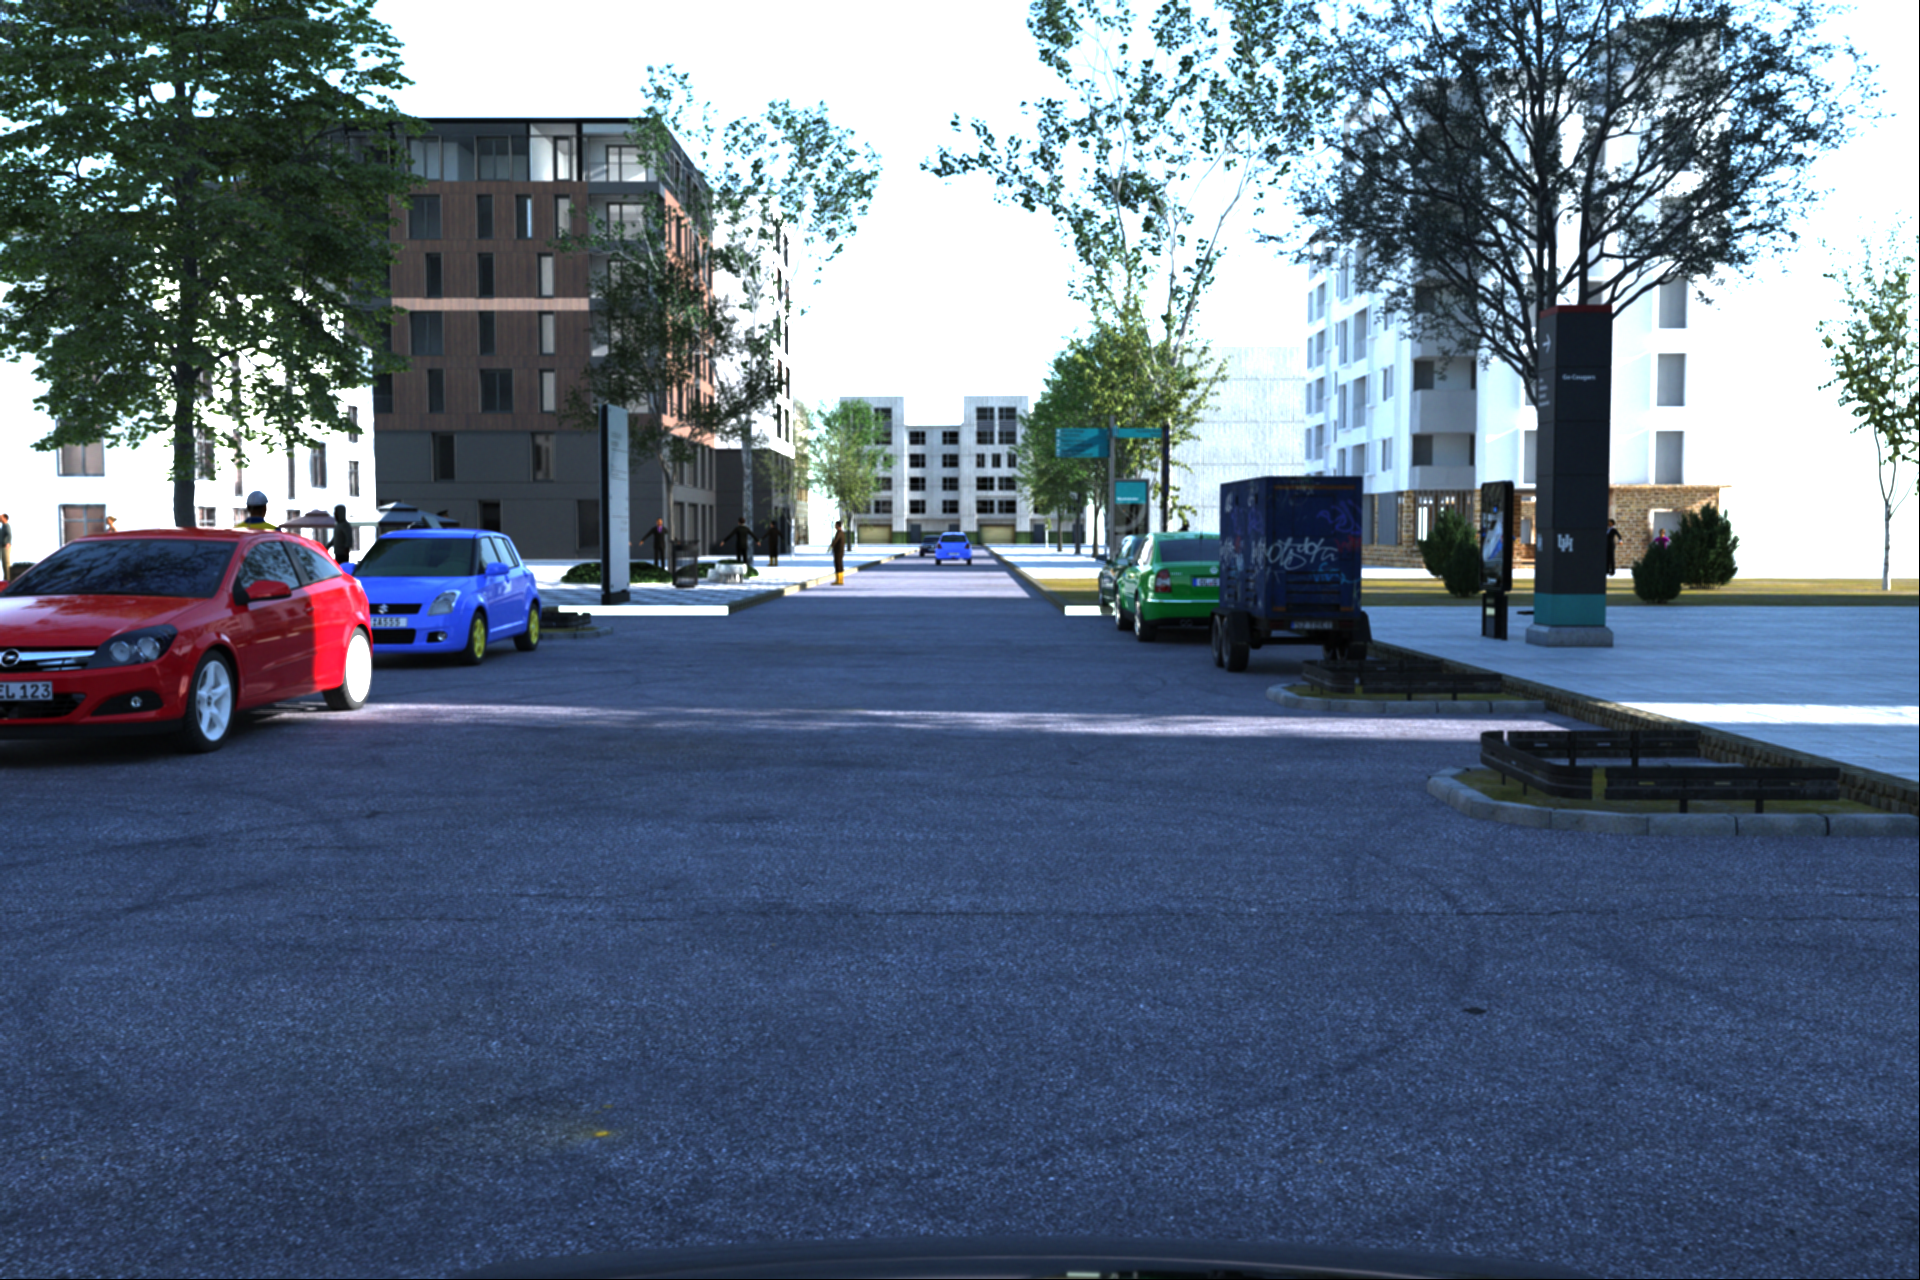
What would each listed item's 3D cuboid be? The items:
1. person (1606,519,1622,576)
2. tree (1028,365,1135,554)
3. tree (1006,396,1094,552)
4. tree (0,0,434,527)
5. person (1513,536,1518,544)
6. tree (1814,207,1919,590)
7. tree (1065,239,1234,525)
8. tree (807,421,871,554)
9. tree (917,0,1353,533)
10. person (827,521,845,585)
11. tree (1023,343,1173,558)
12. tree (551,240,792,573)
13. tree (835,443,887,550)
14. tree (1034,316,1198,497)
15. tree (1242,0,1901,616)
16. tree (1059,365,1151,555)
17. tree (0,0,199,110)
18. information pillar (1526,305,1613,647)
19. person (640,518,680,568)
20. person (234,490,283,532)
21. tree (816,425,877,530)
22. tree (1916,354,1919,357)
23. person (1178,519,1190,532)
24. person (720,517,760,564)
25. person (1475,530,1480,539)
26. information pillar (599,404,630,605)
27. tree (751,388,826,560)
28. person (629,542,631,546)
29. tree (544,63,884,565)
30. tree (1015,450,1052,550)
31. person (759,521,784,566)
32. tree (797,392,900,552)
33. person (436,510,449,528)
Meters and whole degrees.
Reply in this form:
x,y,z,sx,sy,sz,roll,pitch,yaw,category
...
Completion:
x,y,z,sx,sy,sz,roll,pitch,yaw,category
19.801,-2.825,52.916,0.721,1.740,1.216,-1,4,-20,person
7.874,-11.740,110.079,7.486,12.596,7.792,0,3,0,tree
7.206,-12.019,122.265,9.928,11.665,9.643,0,3,0,tree
-12.072,-6.666,27.115,7.486,12.596,7.792,0,3,0,tree
18.319,-3.199,58.770,1.216,1.772,0.721,0,4,6,person
21.185,-5.429,39.131,4.737,8.622,4.395,0,3,0,tree
4.430,-5.692,43.427,4.737,8.622,4.395,0,3,0,tree
-8.403,-9.835,111.171,4.360,8.622,3.978,0,3,0,tree
5.429,-12.254,56.245,12.611,20.169,13.585,0,3,0,tree
-3.449,-2.456,48.755,0.704,1.812,1.346,1,4,13,person
7.368,-10.143,91.591,9.928,11.665,9.643,0,3,0,tree
-8.919,-7.335,54.332,8.767,10.594,7.601,1,4,19,tree
-8.428,-11.422,137.118,4.360,8.622,3.978,0,3,0,tree
7.330,-9.523,81.457,9.928,11.665,9.643,0,3,0,tree
9.392,-7.149,27.263,12.009,13.543,11.850,0,3,0,tree
6.352,-7.624,75.015,4.360,8.622,3.978,0,3,0,tree
-11.319,-6.307,13.493,12.009,13.543,11.850,0,3,0,tree
7.039,-1.868,19.917,0.750,3.857,0.750,0,3,0,information pillar
-9.885,-3.106,57.013,1.346,1.802,0.704,-1,4,-19,person
-6.373,-0.450,15.786,1.349,1.833,0.705,0,4,0,person
-7.842,-10.278,118.402,4.737,8.622,4.395,0,3,0,tree
26.884,-5.802,45.218,4.360,8.622,3.978,0,3,0,tree
8.699,-3.725,66.682,0.705,1.856,1.354,2,4,25,person
-6.871,-2.950,54.423,1.347,1.806,0.705,-2,4,-32,person
17.338,-3.104,56.893,1.345,1.843,0.704,-1,4,-18,person
-6.382,-2.490,32.029,0.184,3.620,1.656,0,4,1,information pillar
-8.353,-8.327,86.502,4.360,8.622,3.978,0,3,0,tree
-11.549,-3.186,58.274,1.347,1.806,0.705,3,5,44,person
-9.992,-13.178,71.348,12.611,20.169,13.585,0,3,0,tree
6.571,-11.328,135.571,4.737,8.622,4.395,0,3,0,tree
-7.470,-3.849,69.061,0.704,1.812,1.346,3,5,42,person
-8.114,-12.263,126.251,9.928,11.665,9.643,0,3,0,tree
-11.843,-2.071,39.791,0.705,1.837,1.347,0,4,-7,person
